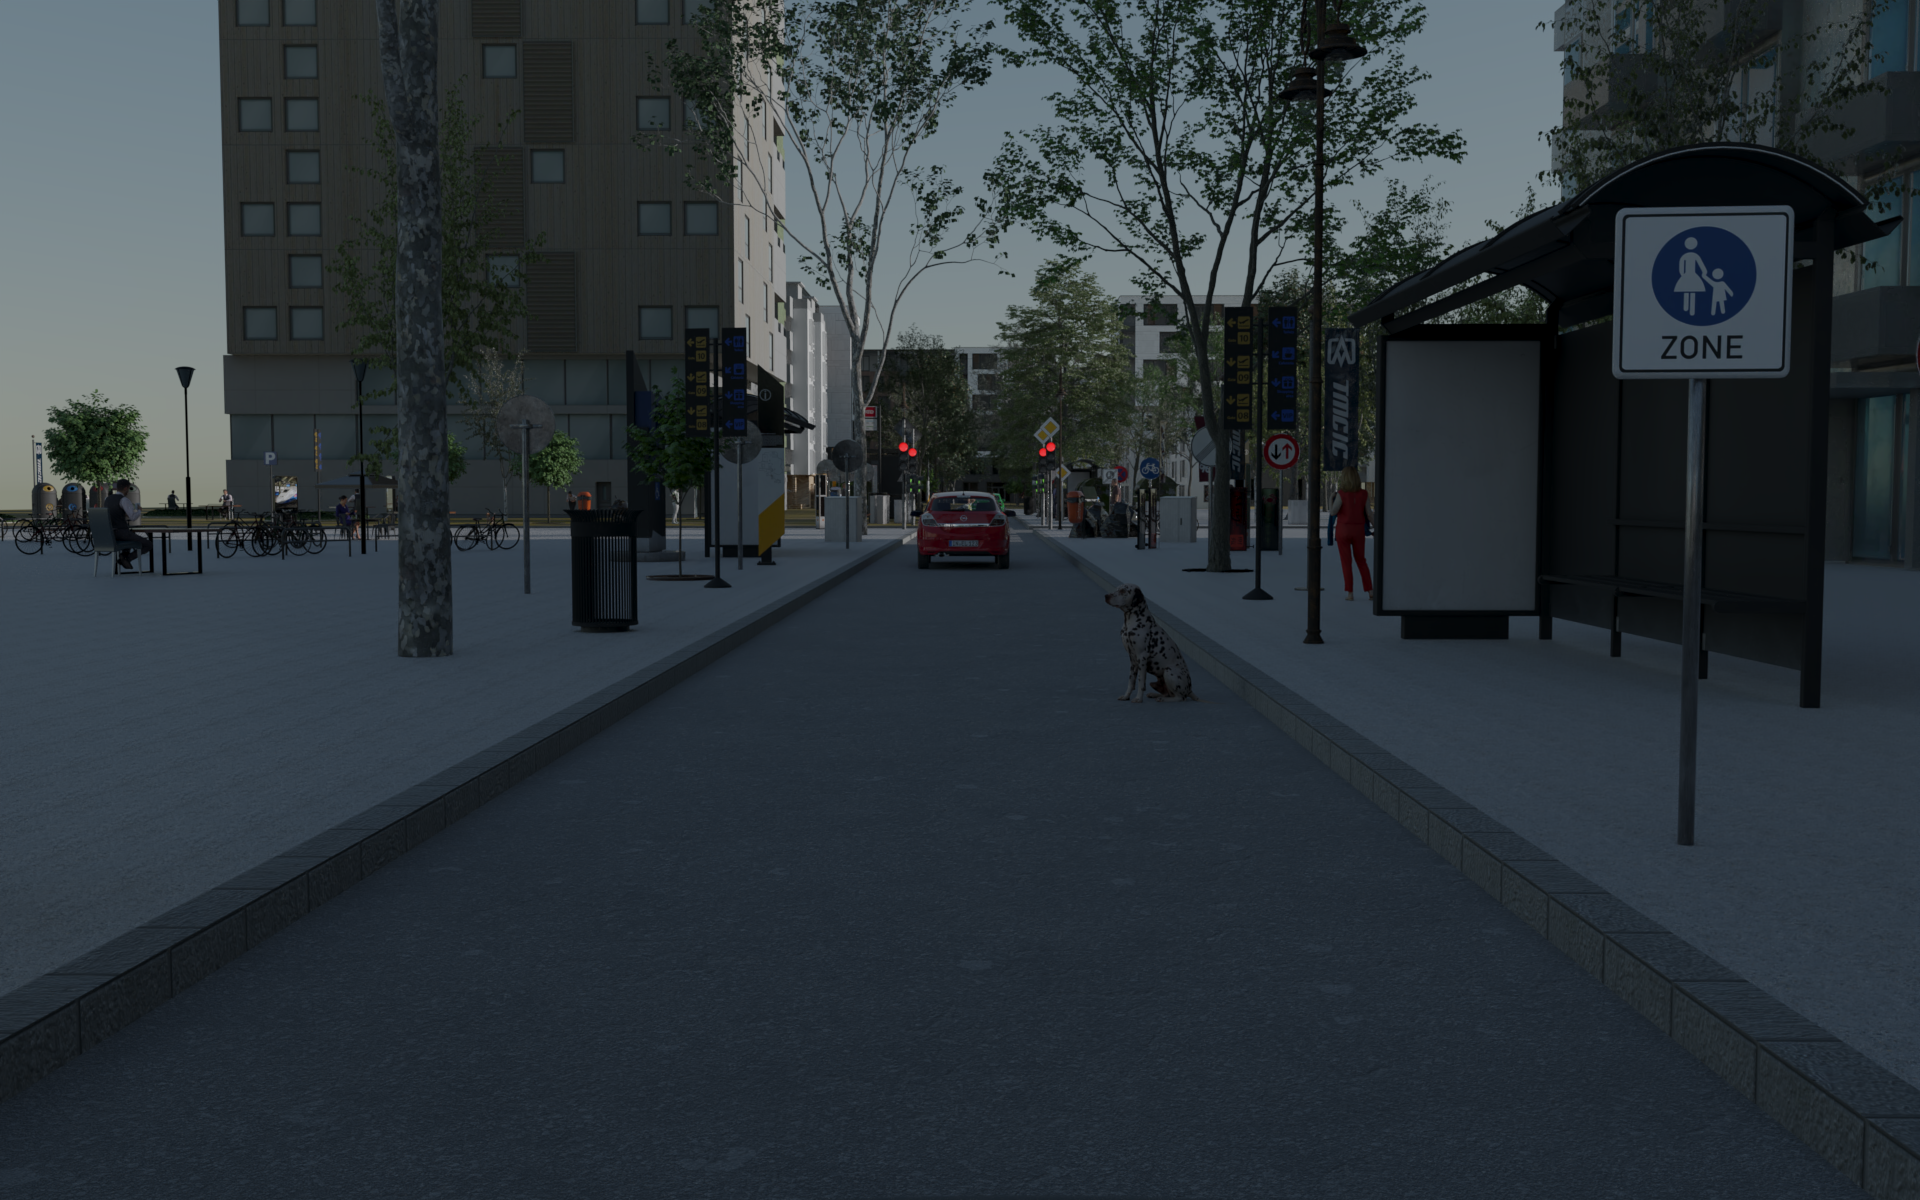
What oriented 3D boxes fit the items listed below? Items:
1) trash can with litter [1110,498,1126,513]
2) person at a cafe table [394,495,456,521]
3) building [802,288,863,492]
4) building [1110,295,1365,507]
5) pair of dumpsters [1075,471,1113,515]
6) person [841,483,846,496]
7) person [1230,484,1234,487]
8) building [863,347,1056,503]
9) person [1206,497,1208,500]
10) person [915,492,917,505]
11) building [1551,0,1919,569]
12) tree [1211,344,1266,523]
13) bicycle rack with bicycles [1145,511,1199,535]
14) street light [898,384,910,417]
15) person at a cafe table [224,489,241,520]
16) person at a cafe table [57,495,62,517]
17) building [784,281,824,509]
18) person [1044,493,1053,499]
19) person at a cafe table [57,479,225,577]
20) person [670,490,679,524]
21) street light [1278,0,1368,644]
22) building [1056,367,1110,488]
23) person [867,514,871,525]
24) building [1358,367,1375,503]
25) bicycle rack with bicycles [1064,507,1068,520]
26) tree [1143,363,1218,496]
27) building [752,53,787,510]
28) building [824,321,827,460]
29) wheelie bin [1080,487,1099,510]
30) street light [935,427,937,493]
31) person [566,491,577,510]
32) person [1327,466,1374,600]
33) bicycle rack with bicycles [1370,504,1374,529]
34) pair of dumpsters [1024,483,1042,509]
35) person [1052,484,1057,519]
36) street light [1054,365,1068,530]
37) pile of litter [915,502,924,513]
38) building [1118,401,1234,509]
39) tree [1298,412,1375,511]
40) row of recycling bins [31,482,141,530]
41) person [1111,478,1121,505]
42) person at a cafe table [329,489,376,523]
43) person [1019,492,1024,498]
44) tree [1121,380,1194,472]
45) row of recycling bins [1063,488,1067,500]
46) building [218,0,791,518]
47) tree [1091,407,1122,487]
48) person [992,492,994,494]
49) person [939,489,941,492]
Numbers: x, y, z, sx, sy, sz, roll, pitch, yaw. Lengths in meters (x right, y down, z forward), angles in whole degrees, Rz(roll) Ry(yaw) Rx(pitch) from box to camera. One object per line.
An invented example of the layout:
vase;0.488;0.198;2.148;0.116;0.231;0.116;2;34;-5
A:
trash can with litter;5.723;-3.121;62.413;0.624;1.170;1.055;0;4;3
person at a cafe table;-16.961;-2.679;54.669;1.698;1.238;1.726;-2;4;-27
building;-25.773;-20.905;185.765;27.936;21.610;32.646;0;4;1
building;30.607;-21.426;194.287;27.936;21.610;32.646;0;4;1
pair of dumpsters;5.946;-4.527;76.510;1.574;2.255;4.437;0;4;1
person;-5.066;-4.298;76.873;0.434;1.755;0.990;0;4;-1
person;7.443;-2.428;47.955;0.499;1.552;0.429;-2;4;-34
building;-2.730;-25.116;254.620;32.646;21.610;27.936;0;4;1
person;10.089;-3.614;68.315;0.376;1.734;0.841;-2;4;-31
person;-5.040;-11.500;194.590;0.721;1.766;1.217;-3;5;-42
building;26.367;-25.421;35.247;23.786;49.044;30.456;0;4;1
tree;13.273;-7.781;77.579;4.737;8.622;4.395;0;3;0
bicycle rack with bicycles;6.090;-2.531;54.771;2.925;0.926;2.852;1;4;8
street light;-2.295;-6.020;71.208;0.468;5.910;1.993;0;4;1
person at a cafe table;-36.437;-4.713;85.572;1.698;1.524;1.622;0;4;-1
person at a cafe table;-50.677;-5.376;98.763;1.726;1.238;1.698;0;4;-2
building;-20.739;-18.090;152.191;16.016;20.091;11.380;0;4;1
person;8.463;-10.062;170.574;1.348;1.823;0.705;1;4;20
person at a cafe table;-12.962;-1.156;27.415;1.698;1.524;1.622;1;4;22
person;-12.287;-4.158;74.744;0.376;1.734;0.841;0;4;5
street light;3.040;-2.564;14.712;0.468;5.910;1.993;0;4;1
building;19.193;-23.951;248.023;11.380;20.091;16.016;0;4;1
person;-4.037;-3.536;72.135;0.655;0.850;0.859;-2;4;-25
building;59.962;-23.883;246.905;11.380;20.091;16.016;0;4;1
bicycle rack with bicycles;6.778;-4.505;87.046;2.925;0.926;2.852;2;4;30
tree;15.893;-11.221;117.880;7.601;10.594;8.767;1;4;14
building;-21.086;-27.411;131.762;14.154;41.232;14.086;0;4;1
building;-20.503;-18.790;163.636;16.016;20.091;11.380;0;4;1
wheelie bin;5.358;-3.988;73.113;0.980;1.594;0.693;-1;4;-23
street light;-1.670;-8.970;119.447;0.468;5.910;1.993;0;4;1
person;-18.265;-4.408;81.297;0.628;1.438;0.799;-2;4;-31
person;4.741;-0.805;20.912;0.593;1.614;0.444;1;4;19
bicycle rack with bicycles;15.756;-3.004;62.497;2.925;0.926;2.852;-2;4;-31
pair of dumpsters;6.052;-8.494;141.376;1.574;2.255;4.437;0;4;1
person;4.935;-5.110;89.452;0.709;1.838;0.599;3;5;40
street light;3.617;-5.485;62.463;0.468;5.910;1.993;0;4;1
pile of litter;-2.213;-5.484;103.626;1.719;0.858;1.176;-2;4;-25
building;20.644;-13.599;164.485;9.099;9.664;28.070;0;4;1
tree;28.871;-13.275;135.179;7.486;12.596;7.792;0;3;0
row of recycling bins;-31.233;-3.354;61.944;3.534;1.692;1.069;-1;4;-19
person;5.174;-3.168;57.963;0.434;1.807;0.598;1;4;15
person at a cafe table;-26.544;-4.126;75.975;1.698;1.524;1.622;-3;4;-38
person;6.943;-10.865;183.652;1.348;1.831;0.705;0;4;-5
tree;12.588;-9.686;108.726;4.360;8.622;3.978;0;3;0
row of recycling bins;7.598;-7.194;124.734;1.069;1.692;3.534;-1;4;-9
building;-24.995;-31.406;102.725;28.713;52.752;27.495;0;4;1
tree;11.566;-10.938;129.192;4.360;8.622;3.978;0;3;0
person;4.216;-13.078;222.778;0.683;1.767;0.568;0;4;-6
person;-2.181;-11.159;188.436;1.348;1.831;0.705;-3;4;-36
